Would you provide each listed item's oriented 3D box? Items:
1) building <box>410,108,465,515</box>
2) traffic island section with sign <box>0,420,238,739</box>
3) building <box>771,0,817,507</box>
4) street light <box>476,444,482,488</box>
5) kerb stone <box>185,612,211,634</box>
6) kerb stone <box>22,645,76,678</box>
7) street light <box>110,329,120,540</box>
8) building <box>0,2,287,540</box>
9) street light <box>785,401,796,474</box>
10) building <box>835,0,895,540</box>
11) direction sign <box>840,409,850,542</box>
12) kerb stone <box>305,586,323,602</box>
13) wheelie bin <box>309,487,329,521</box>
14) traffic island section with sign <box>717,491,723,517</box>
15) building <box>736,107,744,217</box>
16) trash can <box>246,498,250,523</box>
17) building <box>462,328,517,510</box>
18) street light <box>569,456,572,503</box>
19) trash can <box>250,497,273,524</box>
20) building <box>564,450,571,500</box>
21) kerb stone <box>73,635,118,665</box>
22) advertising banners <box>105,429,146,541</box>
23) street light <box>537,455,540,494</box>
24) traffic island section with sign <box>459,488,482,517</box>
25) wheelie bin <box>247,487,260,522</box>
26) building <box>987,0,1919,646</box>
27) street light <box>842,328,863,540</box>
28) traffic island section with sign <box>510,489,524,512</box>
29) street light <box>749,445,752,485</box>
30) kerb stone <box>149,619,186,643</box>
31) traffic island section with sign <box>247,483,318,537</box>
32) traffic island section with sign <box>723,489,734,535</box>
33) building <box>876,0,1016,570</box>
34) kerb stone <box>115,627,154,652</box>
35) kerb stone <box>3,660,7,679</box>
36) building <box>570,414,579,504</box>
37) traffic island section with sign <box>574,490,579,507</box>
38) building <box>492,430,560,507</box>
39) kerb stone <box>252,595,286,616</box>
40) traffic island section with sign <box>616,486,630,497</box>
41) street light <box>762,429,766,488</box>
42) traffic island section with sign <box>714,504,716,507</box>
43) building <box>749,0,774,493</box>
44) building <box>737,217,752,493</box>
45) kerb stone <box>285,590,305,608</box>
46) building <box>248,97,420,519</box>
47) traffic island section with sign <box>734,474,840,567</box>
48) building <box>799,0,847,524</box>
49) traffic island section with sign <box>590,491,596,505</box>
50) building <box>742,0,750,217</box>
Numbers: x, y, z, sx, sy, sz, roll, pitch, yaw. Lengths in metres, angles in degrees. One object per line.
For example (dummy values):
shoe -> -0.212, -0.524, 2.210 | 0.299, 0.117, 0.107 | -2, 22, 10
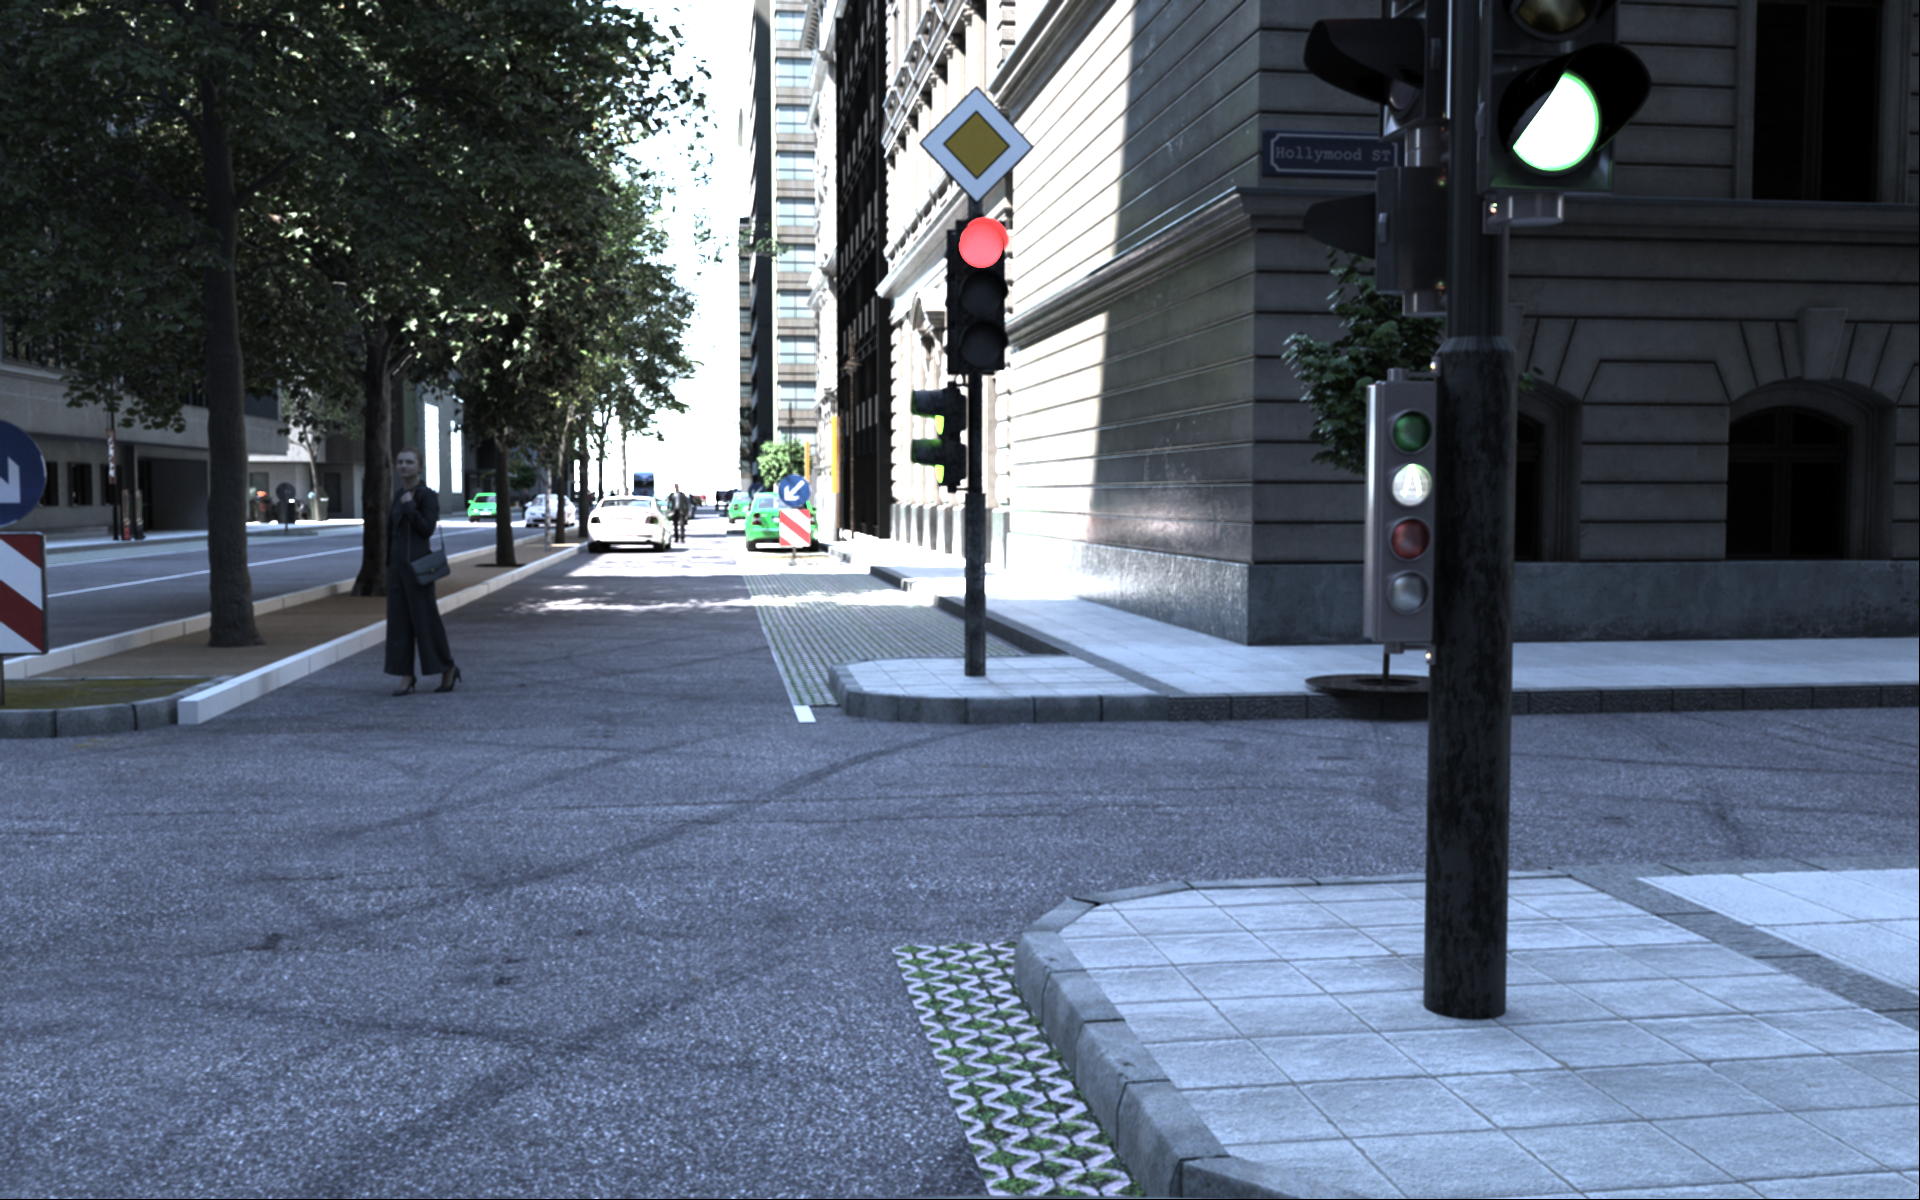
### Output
building -> -43.969, -48.800, 110.560 | 22.319, 86.520, 31.000 | -1, 4, -8
traffic island section with sign -> -5.916, -0.177, 11.038 | 2.006, 1.907, 1.989 | -1, 4, -8
building -> -4.171, -25.643, 102.850 | 14.154, 41.232, 14.086 | -1, 4, -8
street light -> -34.406, -9.231, 123.720 | 0.468, 5.910, 1.993 | -1, 4, -8
kerb stone -> -7.970, 0.261, 18.007 | 0.120, 0.150, 1.000 | -1, 4, -8
kerb stone -> -7.386, 0.505, 13.942 | 0.120, 0.150, 1.000 | -1, 4, -8
street light -> -23.480, -4.601, 48.012 | 0.468, 5.910, 1.993 | -1, 4, -8
building -> -31.474, -14.275, 52.457 | 14.314, 24.678, 30.058 | -1, 4, -8
street light -> -8.426, -6.932, 86.130 | 0.468, 5.910, 1.993 | -1, 4, -8
building -> 2.672, -13.879, 56.595 | 12.332, 23.373, 15.834 | -1, 4, -8
direction sign -> -3.144, -3.326, 46.378 | 0.379, 3.537, 0.876 | 0, 4, 2
kerb stone -> -8.703, -0.050, 23.080 | 0.120, 0.150, 1.000 | -1, 4, -8
wheelie bin -> -30.083, -4.482, 81.187 | 0.693, 1.594, 0.980 | 1, 4, 21
traffic island section with sign -> -14.375, -6.223, 110.378 | 1.989, 1.847, 2.006 | -1, 4, -8
building -> -15.280, -39.346, 232.552 | 28.713, 52.752, 27.495 | -1, 4, -8
trash can -> -31.495, -3.967, 76.518 | 0.748, 1.137, 0.748 | 0, 3, 0
building -> -51.399, -33.699, 140.215 | 28.713, 52.752, 27.495 | -1, 4, -8
street light -> -46.299, -14.259, 205.928 | 0.468, 5.910, 1.993 | -1, 4, -8
trash can -> -30.255, -3.894, 75.317 | 0.748, 1.137, 0.748 | 0, 3, 0
building -> -52.956, -26.233, 200.614 | 14.160, 30.474, 14.107 | -1, 4, -8
kerb stone -> -7.529, 0.442, 14.962 | 0.120, 0.150, 1.000 | -1, 4, -8
advertising banners -> -22.848, -3.132, 47.403 | 0.090, 3.025, 2.074 | 0, 4, 0
street light -> -40.769, -11.930, 167.835 | 0.468, 5.910, 1.993 | -1, 4, -8
traffic island section with sign -> -30.129, -6.081, 108.050 | 1.989, 1.847, 2.006 | -1, 4, -8
wheelie bin -> -32.181, -4.319, 78.521 | 0.980, 1.594, 0.693 | 0, 4, -3
building -> 18.447, -12.372, 21.362 | 34.723, 24.649, 14.460 | -1, 4, -8
street light -> -3.010, -4.624, 48.396 | 0.468, 5.910, 1.993 | -1, 4, -8
traffic island section with sign -> -34.005, -7.721, 134.873 | 1.989, 1.847, 2.006 | -1, 4, -8
street light -> -19.535, -11.559, 161.771 | 0.468, 5.910, 1.993 | -1, 4, -8
kerb stone -> -7.828, 0.319, 16.984 | 0.120, 0.150, 1.000 | -1, 4, -8
traffic island section with sign -> -23.044, -3.084, 59.048 | 1.989, 1.847, 2.006 | -1, 4, -8
traffic island section with sign -> -7.326, -3.237, 61.549 | 1.989, 1.847, 2.006 | -1, 4, -8
building -> 4.146, -12.804, 38.224 | 11.050, 23.489, 19.941 | -1, 4, -8
kerb stone -> -7.680, 0.382, 15.973 | 0.120, 0.150, 1.000 | -1, 4, -8
kerb stone -> -7.239, 0.567, 12.931 | 0.120, 0.150, 1.000 | -1, 4, -8
building -> -59.828, -34.645, 221.069 | 22.147, 44.769, 28.867 | -1, 4, -8
traffic island section with sign -> -42.069, -11.135, 190.678 | 1.989, 1.847, 2.006 | -1, 4, -8
building -> -53.432, -38.921, 178.351 | 21.231, 58.520, 28.212 | -1, 4, -8
kerb stone -> -8.414, 0.072, 21.048 | 0.120, 0.150, 1.000 | -1, 4, -8
traffic island section with sign -> -16.665, -4.726, 85.406 | 2.006, 1.907, 1.989 | -1, 4, -8
street light -> -13.974, -9.252, 124.057 | 0.468, 5.910, 1.993 | -1, 4, -8
traffic island section with sign -> -18.292, -7.879, 137.448 | 1.989, 1.847, 2.006 | -1, 4, -8
building -> -7.450, -32.320, 152.135 | 21.300, 48.544, 21.600 | -1, 4, -8
building -> -16.371, -25.156, 182.998 | 14.160, 30.474, 14.107 | -1, 4, -8
kerb stone -> -8.557, 0.008, 22.068 | 0.120, 0.150, 1.000 | -1, 4, -8
building -> -36.912, -19.501, 90.541 | 14.160, 30.474, 14.107 | -1, 4, -8
traffic island section with sign -> -3.478, -1.605, 34.868 | 1.989, 1.847, 2.006 | -1, 4, -8
building -> 0.441, -17.663, 76.187 | 14.401, 28.519, 23.554 | -1, 4, -8
traffic island section with sign -> -45.908, -12.767, 217.359 | 1.989, 1.847, 2.006 | -1, 4, -8
building -> -14.787, -40.472, 203.709 | 21.231, 58.520, 28.212 | -1, 4, -8
